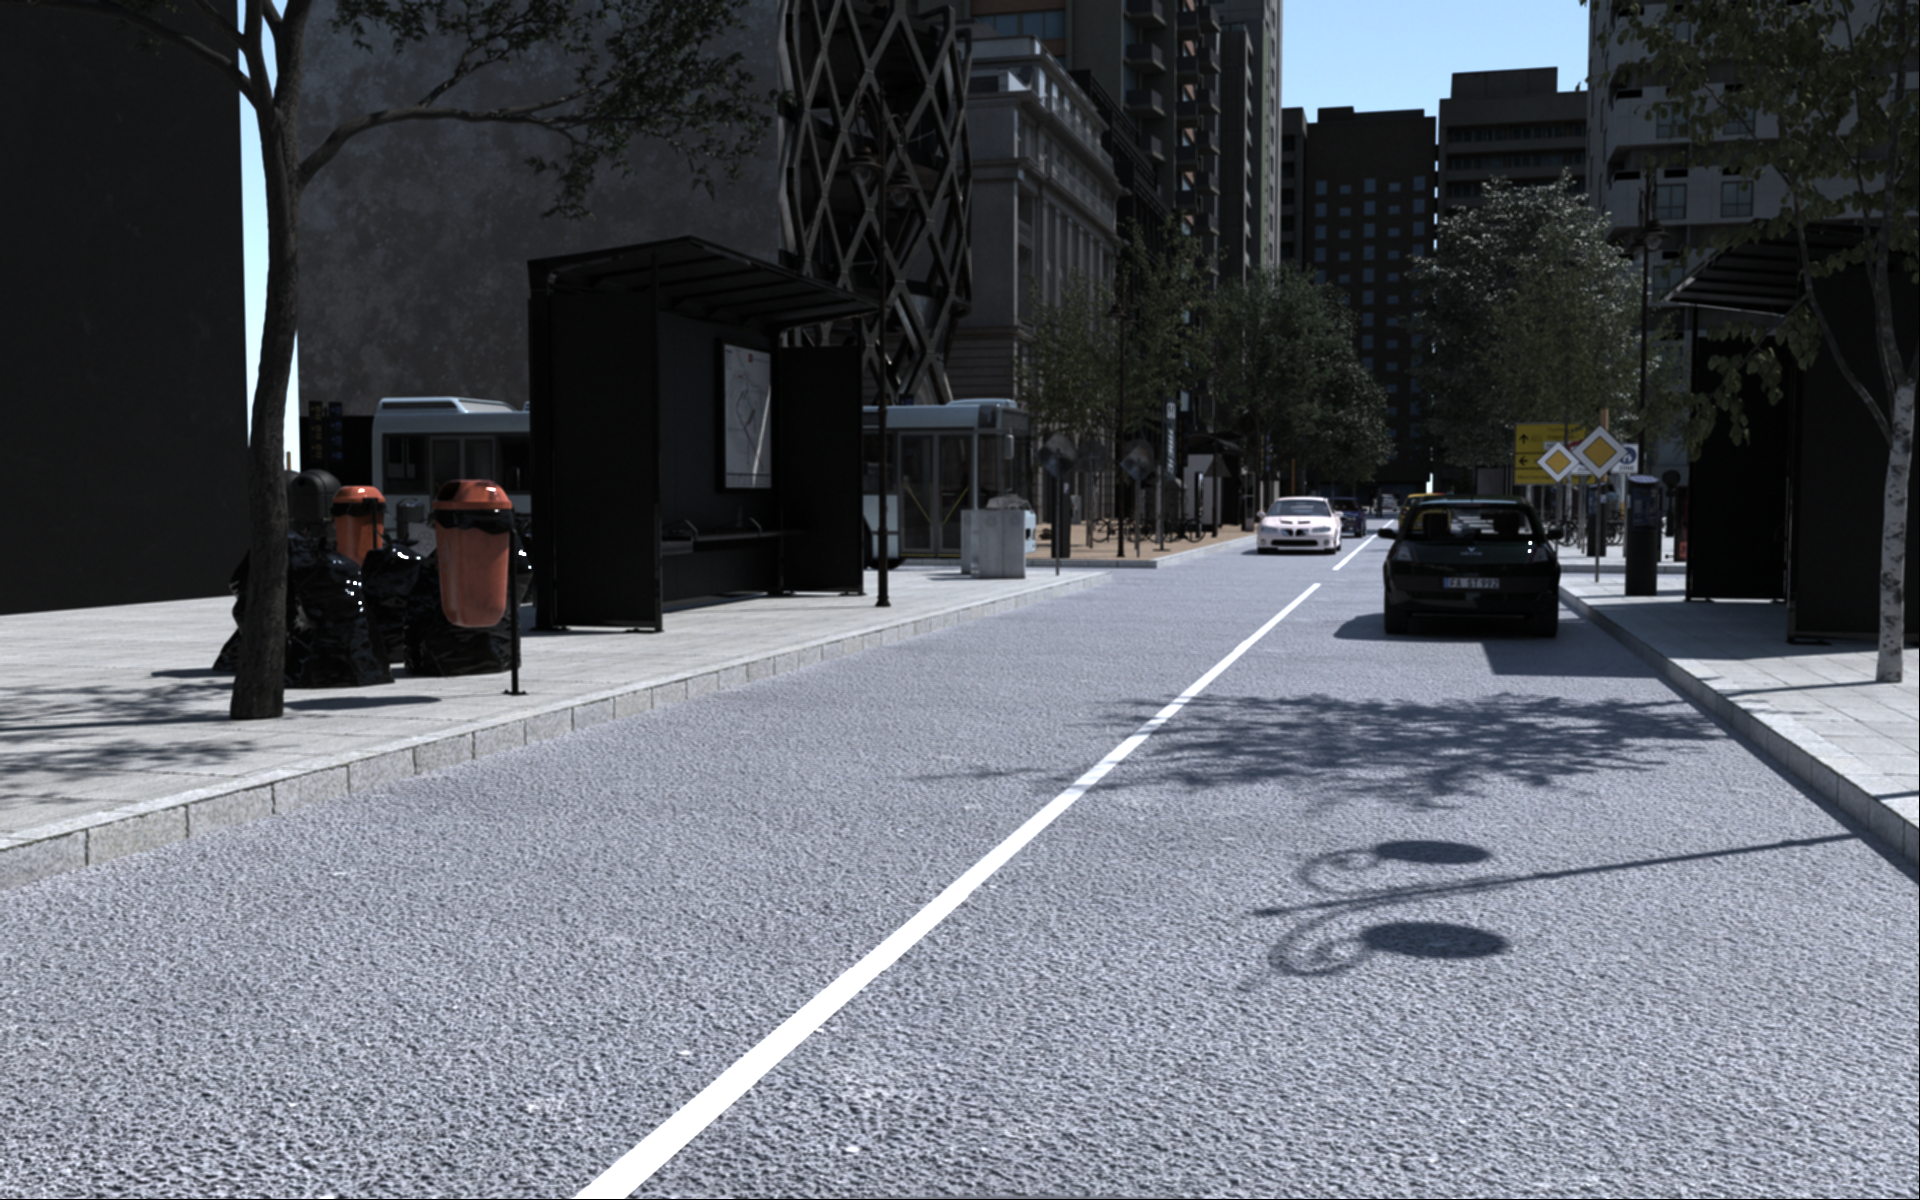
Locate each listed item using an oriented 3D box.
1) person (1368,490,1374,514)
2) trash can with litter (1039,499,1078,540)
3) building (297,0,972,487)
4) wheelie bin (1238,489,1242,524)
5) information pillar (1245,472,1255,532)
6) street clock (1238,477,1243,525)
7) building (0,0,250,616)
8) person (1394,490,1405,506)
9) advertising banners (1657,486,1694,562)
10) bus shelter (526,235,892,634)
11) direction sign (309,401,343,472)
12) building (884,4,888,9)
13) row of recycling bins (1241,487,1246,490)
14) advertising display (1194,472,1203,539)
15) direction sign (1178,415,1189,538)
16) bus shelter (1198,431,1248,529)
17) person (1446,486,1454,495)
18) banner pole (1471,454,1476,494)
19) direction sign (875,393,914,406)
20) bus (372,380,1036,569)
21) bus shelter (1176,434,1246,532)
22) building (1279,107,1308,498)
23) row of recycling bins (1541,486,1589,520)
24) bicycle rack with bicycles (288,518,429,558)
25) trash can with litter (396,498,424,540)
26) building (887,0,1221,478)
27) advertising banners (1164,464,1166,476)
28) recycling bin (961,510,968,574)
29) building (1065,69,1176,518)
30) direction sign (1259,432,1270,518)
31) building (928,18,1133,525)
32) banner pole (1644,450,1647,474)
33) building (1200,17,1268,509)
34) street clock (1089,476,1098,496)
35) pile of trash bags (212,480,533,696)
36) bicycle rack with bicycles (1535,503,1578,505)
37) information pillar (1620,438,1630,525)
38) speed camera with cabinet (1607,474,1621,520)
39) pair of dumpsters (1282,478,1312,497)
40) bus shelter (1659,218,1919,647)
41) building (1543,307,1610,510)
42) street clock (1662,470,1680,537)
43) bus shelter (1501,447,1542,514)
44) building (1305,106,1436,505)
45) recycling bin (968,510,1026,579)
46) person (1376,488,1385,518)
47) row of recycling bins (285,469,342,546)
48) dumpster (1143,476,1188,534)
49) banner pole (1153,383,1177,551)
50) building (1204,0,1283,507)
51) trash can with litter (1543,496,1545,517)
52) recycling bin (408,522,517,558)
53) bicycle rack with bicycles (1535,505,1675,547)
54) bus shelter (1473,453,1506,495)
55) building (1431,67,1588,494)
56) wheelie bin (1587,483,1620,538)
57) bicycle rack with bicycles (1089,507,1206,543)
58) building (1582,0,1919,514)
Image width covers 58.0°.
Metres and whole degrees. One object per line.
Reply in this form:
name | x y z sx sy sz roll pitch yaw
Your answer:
person | 29.050 -6.898 122.113 0.721 1.723 1.217 1 4 18
trash can with litter | 2.761 -2.293 48.879 1.055 1.170 0.624 -3 5 -42
building | -8.360 -11.423 54.219 16.820 18.784 16.811 1 4 15
wheelie bin | 11.694 -4.014 73.538 0.693 1.594 0.980 3 5 40
information pillar | 9.867 -3.330 58.935 0.304 2.012 0.304 1 4 11
street clock | 11.355 -4.064 71.022 0.471 2.002 0.358 2 4 35
building | -18.295 -11.493 17.594 15.834 23.373 12.332 1 4 15
person | 40.176 -9.164 158.858 1.217 1.766 0.721 2 4 33
advertising banners | 13.747 -2.239 32.788 2.074 3.025 0.090 -1 4 -11
bus shelter | -2.481 -1.694 18.983 1.731 3.624 6.357 1 4 15
direction sign | -15.509 -3.085 42.431 0.379 3.537 0.876 3 4 39
building | -8.756 -55.508 220.229 31.000 86.520 22.319 1 4 15
row of recycling bins | 16.038 -5.914 103.806 1.069 1.692 3.534 -3 5 -41
advertising display | 6.931 -2.755 50.263 0.123 1.923 0.974 1 4 15
direction sign | 6.451 -3.559 50.193 0.379 3.537 0.876 -1 4 -10
bus shelter | 10.041 -4.659 67.461 1.731 3.624 6.357 1 4 15
person | 21.229 -4.052 75.090 0.444 1.785 0.601 -1 4 -21
banner pole | 28.630 -6.519 96.603 0.401 3.779 0.863 0 4 1
direction sign | -1.474 -2.885 39.162 0.876 3.537 0.379 -1 4 -15
bus | -4.430 -2.290 32.299 13.247 3.499 2.948 1 4 16
bus shelter | 8.769 -4.105 61.042 2.014 3.302 5.546 1 4 15
building | 31.401 -35.870 210.168 21.600 48.544 21.300 1 4 15
row of recycling bins | 30.018 -4.844 86.319 3.534 1.692 1.069 1 4 14
bicycle rack with bicycles | -8.984 -0.748 25.615 2.852 0.926 2.925 1 4 11
trash can with litter | -8.902 -1.115 29.290 1.678 1.210 2.233 2 4 33
building | 6.943 -28.839 126.136 22.147 44.769 28.867 1 4 15
advertising banners | 12.562 -6.331 99.704 2.074 3.025 0.090 2 4 30
recycling bin | 0.499 -0.934 27.820 0.722 1.027 0.722 3 4 38
building | 5.133 -16.499 99.442 12.332 23.373 15.834 1 4 15
direction sign | 11.193 -4.386 63.700 0.379 3.537 0.876 2 4 33
building | -0.582 -14.575 80.097 13.314 21.916 24.055 1 4 15
banner pole | 34.273 -5.940 87.136 0.863 3.779 0.401 -3 4 -36
building | 18.159 -28.306 146.401 14.154 41.232 14.086 1 4 15
street clock | 5.381 -3.988 69.768 0.358 2.002 0.471 1 4 9
pile of trash bags | -3.886 -0.141 12.064 1.912 1.369 3.447 -3 4 -37
bicycle rack with bicycles | 21.711 -2.940 61.451 2.852 0.926 2.925 -3 5 -44
information pillar | 27.665 -4.933 72.009 0.504 3.616 0.183 -2 4 -33
speed camera with cabinet | 30.910 -5.281 80.684 2.038 3.252 0.660 -3 4 -38
pair of dumpsters | 19.657 -6.034 101.153 1.574 2.255 4.437 1 4 15
bus shelter | 8.383 -1.608 17.575 1.731 3.624 6.357 1 4 15
building | 66.367 -18.748 151.575 27.650 21.520 28.899 1 4 15
street clock | 21.282 -2.893 51.873 0.471 2.002 0.358 0 4 3
bus shelter | 25.506 -6.125 77.770 2.179 5.291 8.768 1 4 15
building | 47.968 -33.792 202.617 14.200 45.320 14.600 1 4 15
recycling bin | 0.580 -0.851 26.474 0.722 1.027 0.722 -1 4 -11
person | 25.575 -5.906 105.240 0.590 1.801 0.661 1 4 21
row of recycling bins | -11.903 -1.392 29.880 3.534 1.692 1.069 2 4 34
dumpster | 6.648 -3.080 56.122 1.264 1.857 1.865 1 4 15
banner pole | 4.707 -3.013 39.286 0.401 3.779 0.863 3 4 36
building | 19.823 -44.547 166.599 20.611 71.187 20.563 1 4 15
trash can with litter | 30.152 -4.790 89.704 0.624 1.170 1.055 1 4 21
recycling bin | -4.416 -0.176 15.427 0.722 1.027 0.722 1 4 11
bicycle rack with bicycles | 15.894 -1.835 43.389 2.925 0.926 2.852 0 4 -4
bus shelter | 26.878 -5.707 87.241 2.014 3.302 5.546 1 4 15
building | 66.022 -35.294 200.751 21.600 48.544 21.300 1 4 15
wheelie bin | 18.951 -2.640 51.065 0.980 1.594 0.693 3 5 44
bicycle rack with bicycles | 5.211 -2.027 46.522 2.925 0.926 2.852 2 4 26
building | 59.862 -32.660 123.225 28.713 52.752 27.495 1 4 15
